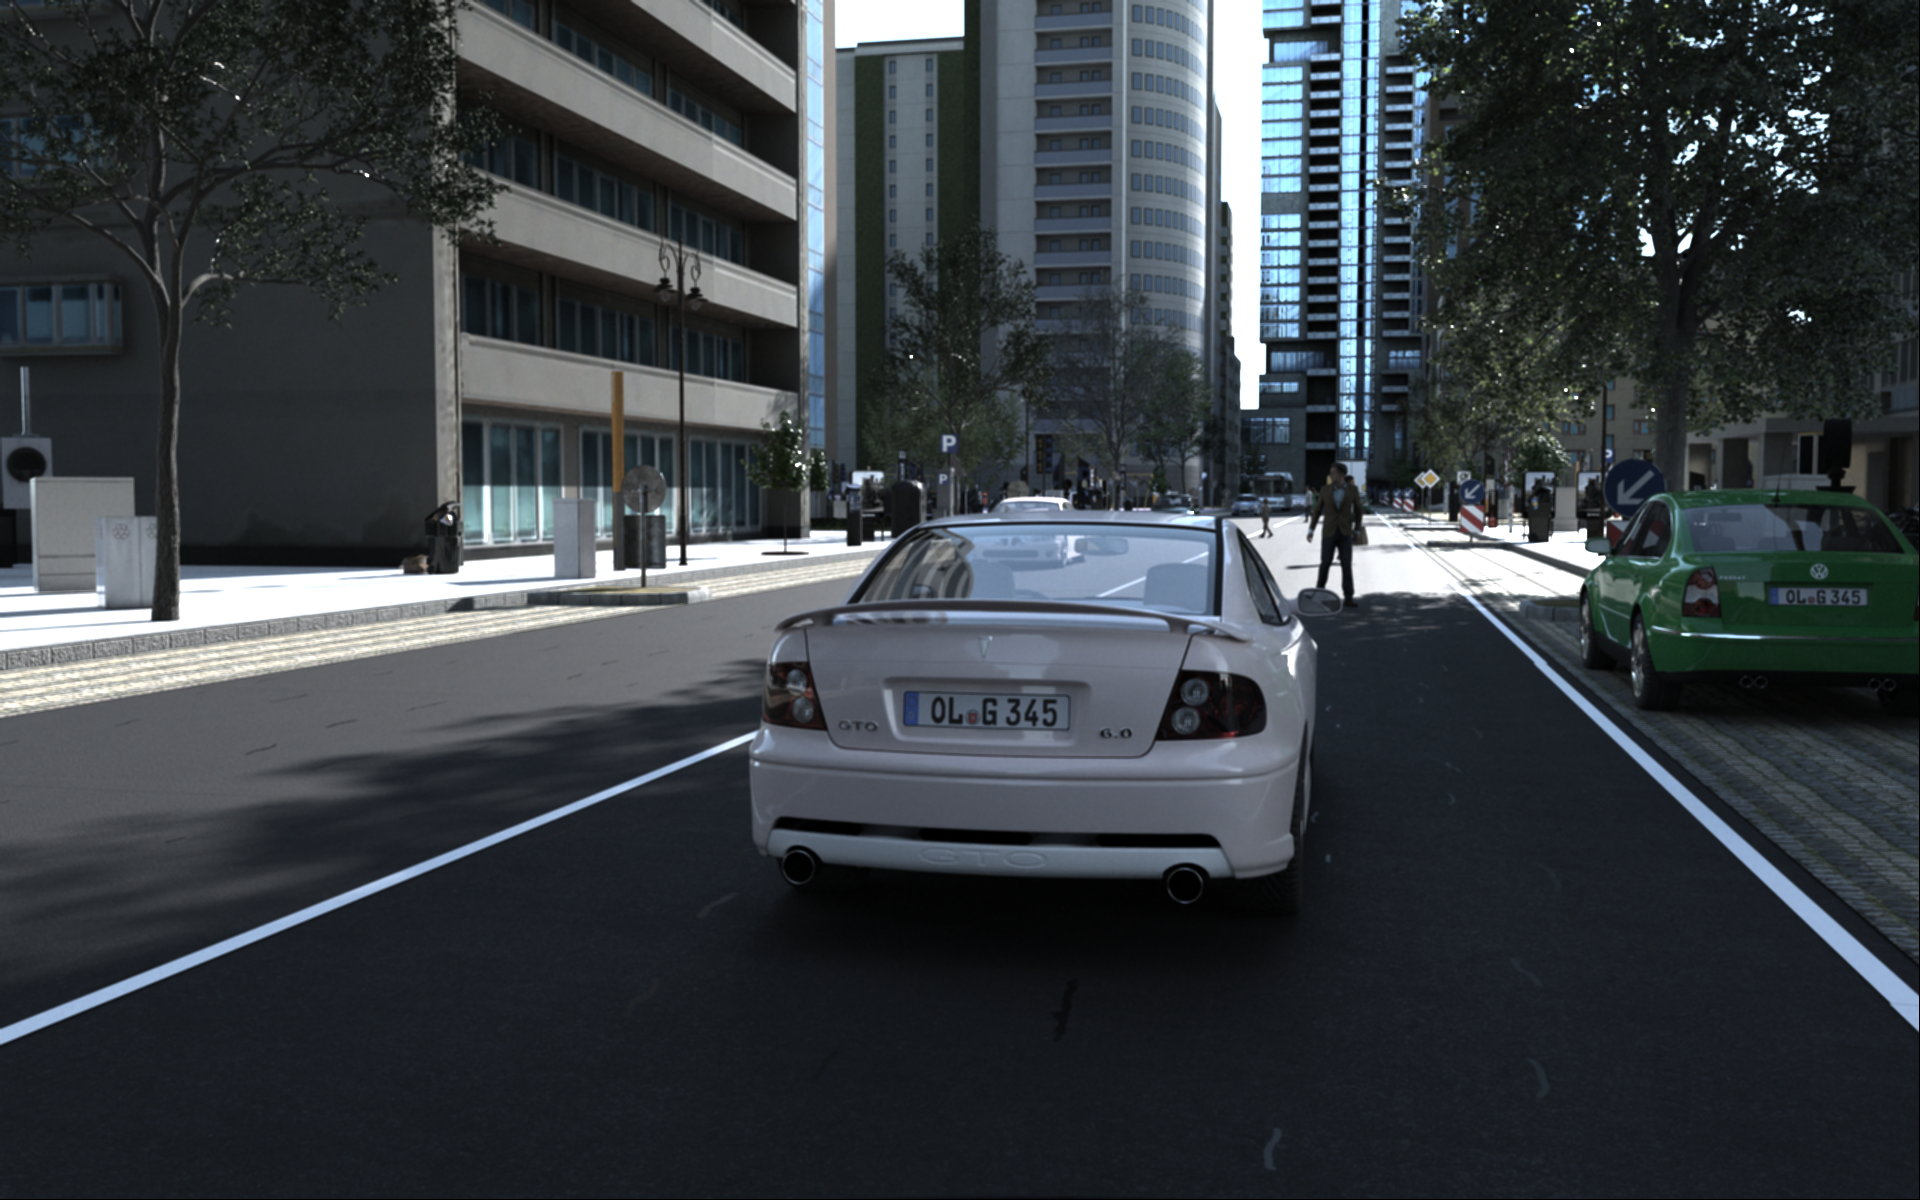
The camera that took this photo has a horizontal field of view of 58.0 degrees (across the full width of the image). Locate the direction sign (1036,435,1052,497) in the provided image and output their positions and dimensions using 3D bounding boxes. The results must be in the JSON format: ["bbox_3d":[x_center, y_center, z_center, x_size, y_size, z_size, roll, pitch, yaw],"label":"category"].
[{"bbox_3d":[3.259,-4.593,67.097,0.379,3.537,0.876,-3,4,-38],"label":"direction sign"}]

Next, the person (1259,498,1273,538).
[{"bbox_3d":[10.012,-2.690,56.762,0.475,1.303,0.640,-3,5,-44],"label":"person"}]

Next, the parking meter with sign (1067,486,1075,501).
[{"bbox_3d":[9.919,-9.679,154.513,1.738,3.016,0.543,1,4,18],"label":"parking meter with sign"}]

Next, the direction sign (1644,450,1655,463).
[{"bbox_3d":[35.627,-5.946,89.215,0.876,3.537,0.379,3,5,41],"label":"direction sign"}]

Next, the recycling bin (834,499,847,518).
[{"bbox_3d":[-4.188,-3.145,63.967,0.722,1.027,0.722,2,4,32],"label":"recycling bin"}]

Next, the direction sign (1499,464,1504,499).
[{"bbox_3d":[41.344,-8.544,131.696,0.876,3.537,0.379,-1,4,-20],"label":"direction sign"}]

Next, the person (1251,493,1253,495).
[{"bbox_3d":[26.956,-9.155,158.631,0.568,1.767,0.683,0,4,-6],"label":"person"}]

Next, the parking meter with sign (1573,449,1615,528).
[{"bbox_3d":[24.186,-4.264,65.975,1.738,3.016,0.543,-3,4,-37],"label":"parking meter with sign"}]

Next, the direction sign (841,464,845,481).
[{"bbox_3d":[-9.031,-8.429,129.804,0.876,3.537,0.379,-1,4,-14],"label":"direction sign"}]

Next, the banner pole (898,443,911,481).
[{"bbox_3d":[-2.687,-5.809,84.987,0.863,3.779,0.401,-2,4,-31],"label":"banner pole"}]

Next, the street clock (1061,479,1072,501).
[{"bbox_3d":[5.159,-4.840,83.702,0.471,2.002,0.358,-1,4,-22],"label":"street clock"}]

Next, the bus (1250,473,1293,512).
[{"bbox_3d":[26.154,-9.162,144.656,2.948,3.499,13.247,1,4,14],"label":"bus"}]

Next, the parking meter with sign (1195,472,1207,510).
[{"bbox_3d":[19.328,-8.786,139.905,0.543,3.016,1.738,-1,4,-17],"label":"parking meter with sign"}]

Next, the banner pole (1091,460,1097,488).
[{"bbox_3d":[10.000,-8.494,128.894,0.401,3.779,0.863,3,5,40],"label":"banner pole"}]

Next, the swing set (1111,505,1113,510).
[{"bbox_3d":[10.285,-8.420,135.288,2.862,2.851,3.119,1,4,16],"label":"swing set"}]

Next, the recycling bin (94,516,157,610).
[{"bbox_3d":[-9.366,-0.434,19.658,0.722,1.027,0.722,-2,4,-34],"label":"recycling bin"}]

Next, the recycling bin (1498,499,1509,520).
[{"bbox_3d":[27.159,-4.534,86.692,0.722,1.027,0.722,3,5,40],"label":"recycling bin"}]

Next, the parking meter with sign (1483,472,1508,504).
[{"bbox_3d":[34.324,-7.056,111.631,1.738,3.016,0.543,2,4,25],"label":"parking meter with sign"}]

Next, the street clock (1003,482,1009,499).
[{"bbox_3d":[2.758,-6.052,103.512,0.358,2.002,0.471,1,4,16],"label":"street clock"}]

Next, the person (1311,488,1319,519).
[{"bbox_3d":[20.307,-5.565,99.739,0.600,1.795,0.529,3,5,41],"label":"person"}]

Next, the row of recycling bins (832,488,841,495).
[{"bbox_3d":[-10.067,-9.092,155.768,1.069,1.692,3.534,3,5,40],"label":"row of recycling bins"}]

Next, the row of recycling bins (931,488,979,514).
[{"bbox_3d":[-0.540,-6.311,110.290,3.534,1.692,1.069,0,4,8],"label":"row of recycling bins"}]

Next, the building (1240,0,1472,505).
[{"bbox_3d":[54.261,-56.901,242.996,31.000,86.520,22.319,1,4,13],"label":"building"}]

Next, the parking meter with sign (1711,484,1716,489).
[{"bbox_3d":[54.741,-7.957,126.353,1.738,3.016,0.543,3,5,44],"label":"parking meter with sign"}]

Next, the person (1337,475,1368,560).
[{"bbox_3d":[8.070,-1.682,35.982,0.794,1.824,0.713,-2,4,-25],"label":"person"}]

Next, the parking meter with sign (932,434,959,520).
[{"bbox_3d":[-0.448,-3.264,49.624,0.543,3.016,1.738,1,4,9],"label":"parking meter with sign"}]

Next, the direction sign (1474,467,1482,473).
[{"bbox_3d":[42.389,-9.191,142.274,0.876,3.537,0.379,0,4,4],"label":"direction sign"}]

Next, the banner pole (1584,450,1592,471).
[{"bbox_3d":[35.380,-6.578,97.574,0.401,3.779,0.863,-1,4,-14],"label":"banner pole"}]

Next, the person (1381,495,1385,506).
[{"bbox_3d":[48.060,-11.454,196.331,0.434,1.755,0.990,-1,4,-18],"label":"person"}]

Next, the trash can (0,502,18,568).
[{"bbox_3d":[-16.726,-1.127,30.079,0.748,1.137,0.748,0,3,0],"label":"trash can"}]

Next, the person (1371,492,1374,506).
[{"bbox_3d":[51.323,-12.629,215.698,0.721,1.735,1.217,3,4,38],"label":"person"}]

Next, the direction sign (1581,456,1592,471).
[{"bbox_3d":[37.203,-6.783,102.898,0.379,3.537,0.876,-2,4,-24],"label":"direction sign"}]

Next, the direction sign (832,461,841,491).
[{"bbox_3d":[-7.433,-6.716,101.805,0.379,3.537,0.876,0,4,5],"label":"direction sign"}]

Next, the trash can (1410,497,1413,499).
[{"bbox_3d":[38.490,-8.275,146.947,0.748,1.137,0.748,0,3,0],"label":"trash can"}]

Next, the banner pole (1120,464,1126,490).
[{"bbox_3d":[11.764,-8.372,126.892,0.863,3.779,0.401,0,4,-3],"label":"banner pole"}]

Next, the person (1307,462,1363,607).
[{"bbox_3d":[4.816,-0.849,22.298,0.656,1.842,0.836,-1,4,-20],"label":"person"}]

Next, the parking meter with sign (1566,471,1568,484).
[{"bbox_3d":[47.520,-8.370,133.112,1.738,3.016,0.543,1,4,22],"label":"parking meter with sign"}]

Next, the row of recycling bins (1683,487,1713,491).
[{"bbox_3d":[39.745,-5.279,93.422,1.069,1.692,3.534,3,5,45],"label":"row of recycling bins"}]

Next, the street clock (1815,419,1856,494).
[{"bbox_3d":[8.499,-0.750,16.828,0.358,2.002,0.471,2,4,24],"label":"street clock"}]

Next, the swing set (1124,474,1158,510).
[{"bbox_3d":[13.683,-8.444,135.682,3.119,2.851,2.862,2,4,33],"label":"swing set"}]

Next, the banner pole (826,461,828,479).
[{"bbox_3d":[-10.088,-8.645,131.365,0.401,3.779,0.863,0,4,-3],"label":"banner pole"}]

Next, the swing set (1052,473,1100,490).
[{"bbox_3d":[8.438,-7.915,127.025,3.119,2.851,2.862,1,4,21],"label":"swing set"}]

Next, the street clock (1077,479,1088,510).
[{"bbox_3d":[6.056,-4.940,85.333,0.358,2.002,0.471,3,5,44],"label":"street clock"}]

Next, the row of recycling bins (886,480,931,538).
[{"bbox_3d":[-1.522,-2.735,51.838,1.069,1.692,3.534,0,4,1],"label":"row of recycling bins"}]

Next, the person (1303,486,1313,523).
[{"bbox_3d":[17.618,-4.819,87.139,0.795,1.843,0.661,0,4,5],"label":"person"}]

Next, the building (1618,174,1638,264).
[{"bbox_3d":[79.983,-37.571,237.980,21.600,48.544,21.300,1,4,13],"label":"building"}]
